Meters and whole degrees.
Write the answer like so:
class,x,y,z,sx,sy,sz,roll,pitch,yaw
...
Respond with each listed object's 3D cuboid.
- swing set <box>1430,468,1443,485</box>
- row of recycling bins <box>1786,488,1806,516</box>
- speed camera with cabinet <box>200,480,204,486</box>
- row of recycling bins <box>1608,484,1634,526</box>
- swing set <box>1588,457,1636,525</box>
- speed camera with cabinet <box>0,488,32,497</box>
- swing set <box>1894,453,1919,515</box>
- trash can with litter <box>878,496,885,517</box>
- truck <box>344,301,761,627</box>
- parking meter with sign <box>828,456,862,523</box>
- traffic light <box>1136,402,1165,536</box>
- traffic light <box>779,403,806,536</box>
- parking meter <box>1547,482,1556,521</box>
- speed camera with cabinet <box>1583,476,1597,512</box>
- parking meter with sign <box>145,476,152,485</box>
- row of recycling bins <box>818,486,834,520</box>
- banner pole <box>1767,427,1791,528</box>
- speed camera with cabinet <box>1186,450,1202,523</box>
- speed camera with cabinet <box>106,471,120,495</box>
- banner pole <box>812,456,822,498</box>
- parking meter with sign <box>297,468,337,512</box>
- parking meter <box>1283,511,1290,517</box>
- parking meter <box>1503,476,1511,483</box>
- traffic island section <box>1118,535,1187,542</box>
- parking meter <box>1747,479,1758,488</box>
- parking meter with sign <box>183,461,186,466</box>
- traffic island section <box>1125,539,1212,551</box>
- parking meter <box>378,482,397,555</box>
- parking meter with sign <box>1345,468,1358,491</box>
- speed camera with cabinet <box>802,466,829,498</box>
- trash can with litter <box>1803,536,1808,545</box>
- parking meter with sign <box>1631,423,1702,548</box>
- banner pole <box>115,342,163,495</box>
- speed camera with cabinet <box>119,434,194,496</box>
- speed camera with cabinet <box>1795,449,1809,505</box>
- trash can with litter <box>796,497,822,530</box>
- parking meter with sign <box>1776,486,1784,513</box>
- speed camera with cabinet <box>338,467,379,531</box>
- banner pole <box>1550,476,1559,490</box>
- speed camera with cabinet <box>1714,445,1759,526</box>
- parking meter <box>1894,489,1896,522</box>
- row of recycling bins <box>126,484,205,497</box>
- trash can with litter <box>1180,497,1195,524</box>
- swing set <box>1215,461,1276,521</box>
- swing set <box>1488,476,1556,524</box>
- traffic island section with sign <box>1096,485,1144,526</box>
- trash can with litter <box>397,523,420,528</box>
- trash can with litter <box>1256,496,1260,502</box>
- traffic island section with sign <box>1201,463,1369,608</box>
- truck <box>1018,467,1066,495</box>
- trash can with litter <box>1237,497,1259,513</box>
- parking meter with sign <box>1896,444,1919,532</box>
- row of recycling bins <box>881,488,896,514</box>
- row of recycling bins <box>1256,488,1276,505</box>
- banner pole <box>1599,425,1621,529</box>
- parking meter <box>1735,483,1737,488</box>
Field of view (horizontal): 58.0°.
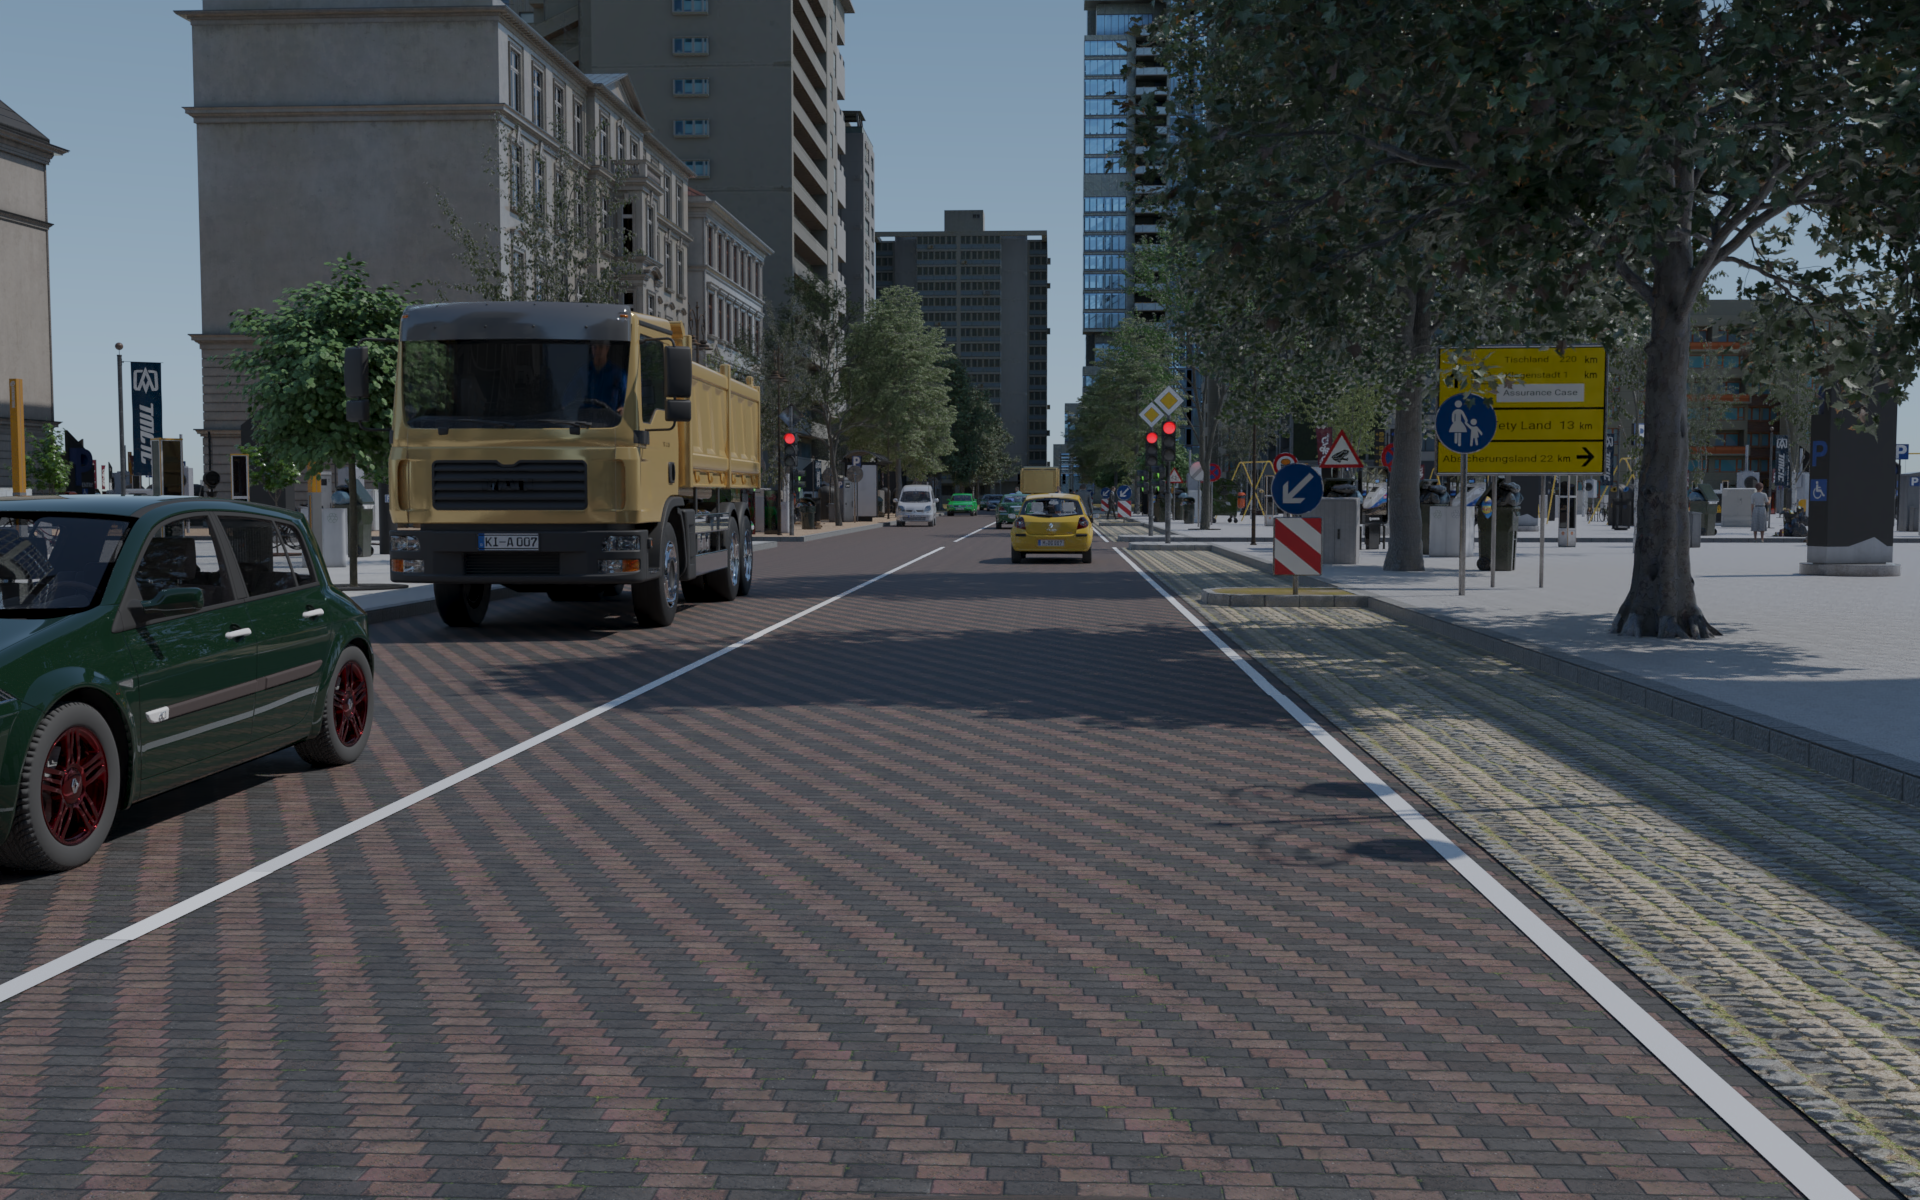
class,x,y,z,sx,sy,sz,roll,pitch,yaw
swing set,29.680,-6.547,104.665,3.119,2.851,2.862,-2,4,-24
row of recycling bins,50.777,-5.833,102.485,3.534,1.692,1.069,3,5,41
speed camera with cabinet,-45.193,-6.806,105.613,2.038,3.252,0.660,-3,5,-42
row of recycling bins,27.209,-3.814,69.476,1.069,1.692,3.534,-1,4,-10
swing set,28.478,-4.627,73.274,2.862,2.851,3.119,0,4,5
speed camera with cabinet,-25.889,-3.170,46.164,0.660,3.252,2.038,2,4,30
swing set,35.321,-4.189,66.116,3.119,2.851,2.862,1,4,23
trash can with litter,-4.452,-5.235,96.972,0.624,1.170,1.055,-2,4,-23
truck,-4.315,-1.526,20.872,3.469,3.379,9.791,0,4,1
parking meter with sign,-5.225,-5.033,78.553,0.543,3.016,1.738,3,5,39
traffic light,5.811,-3.908,52.811,0.839,4.253,0.868,0,4,3
traffic light,-5.184,-3.943,53.397,0.839,4.253,0.868,0,4,3
parking meter,28.158,-4.694,82.457,0.255,1.863,0.399,0,4,-4
speed camera with cabinet,39.189,-7.051,109.617,2.038,3.252,0.660,3,5,41
parking meter with sign,-57.936,-7.874,125.000,1.738,3.016,0.543,2,4,27
row of recycling bins,-6.268,-4.904,87.289,1.069,1.692,3.534,1,4,17
banner pole,30.509,-4.567,64.694,0.863,3.779,0.401,0,4,5
speed camera with cabinet,10.426,-5.058,77.032,0.660,3.252,2.038,0,4,6
speed camera with cabinet,-34.288,-4.658,70.488,0.660,3.252,2.038,-2,4,-35
banner pole,-9.490,-7.609,114.416,0.863,3.779,0.401,-2,4,-33
parking meter with sign,-21.325,-3.756,57.668,0.543,3.016,1.738,1,4,18
parking meter,16.092,-4.865,85.253,0.255,1.863,0.399,2,4,32
parking meter,13.242,-2.235,42.248,0.255,1.863,0.399,3,5,39
traffic island section,5.851,-1.874,52.923,2.009,0.180,2.903,0,4,3
parking meter,30.811,-3.774,67.409,0.399,1.863,0.255,-2,4,-35
parking meter with sign,-41.350,-5.863,92.123,0.543,3.016,1.738,-1,4,-18
traffic island section,5.413,-1.386,44.950,2.009,0.180,2.903,0,4,3
parking meter,-12.167,-1.739,36.844,0.372,1.533,0.369,0,3,0
parking meter with sign,20.688,-5.669,88.946,1.738,3.016,0.543,2,4,25
speed camera with cabinet,-10.190,-7.886,123.266,2.038,3.252,0.660,1,4,21
trash can with litter,21.437,-1.938,43.070,0.624,1.170,1.055,-1,4,-17
parking meter with sign,17.162,-2.798,42.012,0.543,3.016,1.738,-2,4,-30
banner pole,-13.675,-2.372,28.802,0.863,3.779,0.401,-2,4,-29
speed camera with cabinet,-26.328,-3.826,56.885,2.038,3.252,0.660,-1,4,-8
speed camera with cabinet,36.935,-4.914,74.685,0.660,3.252,2.038,-1,4,-21
trash can with litter,-5.449,-3.144,62.798,0.624,1.170,1.055,2,4,24
parking meter with sign,54.287,-7.239,114.619,0.543,3.016,1.738,1,4,21
speed camera with cabinet,-20.431,-3.993,59.629,0.660,3.252,2.038,2,4,28
banner pole,41.463,-7.934,119.743,0.863,3.779,0.401,-1,4,-18
speed camera with cabinet,30.957,-4.601,69.564,2.038,3.252,0.660,0,4,1
parking meter,36.915,-3.692,68.768,0.372,1.533,0.369,0,3,0
row of recycling bins,-31.560,-3.779,68.903,1.069,1.692,3.534,2,4,32
trash can with litter,9.829,-3.869,74.644,0.624,1.170,1.055,1,4,9
swing set,14.088,-5.235,83.207,2.862,2.851,3.119,-1,4,-18
swing set,23.670,-4.562,72.202,3.119,2.851,2.862,0,4,0
traffic island section with sign,7.212,-4.211,77.484,1.989,1.847,2.006,0,4,3
trash can with litter,-20.685,-3.283,65.064,1.055,1.170,0.624,-1,4,-11
trash can with litter,18.407,-5.997,109.432,1.055,1.170,0.624,1,4,16
traffic island section with sign,4.205,-0.861,22.705,1.989,1.847,2.006,0,4,3
truck,5.629,-7.642,120.867,3.469,3.379,9.791,0,4,4
trash can with litter,19.678,-6.464,116.737,1.678,1.210,2.233,-3,5,-43
parking meter with sign,32.564,-3.861,59.390,0.543,3.016,1.738,0,4,5
row of recycling bins,-4.422,-6.455,112.659,3.534,1.692,1.069,-1,4,-16
row of recycling bins,22.143,-6.942,120.615,3.534,1.692,1.069,0,4,7
banner pole,23.674,-4.460,62.932,0.863,3.779,0.401,1,4,8
parking meter,41.635,-5.318,92.665,0.255,1.863,0.399,3,4,36
